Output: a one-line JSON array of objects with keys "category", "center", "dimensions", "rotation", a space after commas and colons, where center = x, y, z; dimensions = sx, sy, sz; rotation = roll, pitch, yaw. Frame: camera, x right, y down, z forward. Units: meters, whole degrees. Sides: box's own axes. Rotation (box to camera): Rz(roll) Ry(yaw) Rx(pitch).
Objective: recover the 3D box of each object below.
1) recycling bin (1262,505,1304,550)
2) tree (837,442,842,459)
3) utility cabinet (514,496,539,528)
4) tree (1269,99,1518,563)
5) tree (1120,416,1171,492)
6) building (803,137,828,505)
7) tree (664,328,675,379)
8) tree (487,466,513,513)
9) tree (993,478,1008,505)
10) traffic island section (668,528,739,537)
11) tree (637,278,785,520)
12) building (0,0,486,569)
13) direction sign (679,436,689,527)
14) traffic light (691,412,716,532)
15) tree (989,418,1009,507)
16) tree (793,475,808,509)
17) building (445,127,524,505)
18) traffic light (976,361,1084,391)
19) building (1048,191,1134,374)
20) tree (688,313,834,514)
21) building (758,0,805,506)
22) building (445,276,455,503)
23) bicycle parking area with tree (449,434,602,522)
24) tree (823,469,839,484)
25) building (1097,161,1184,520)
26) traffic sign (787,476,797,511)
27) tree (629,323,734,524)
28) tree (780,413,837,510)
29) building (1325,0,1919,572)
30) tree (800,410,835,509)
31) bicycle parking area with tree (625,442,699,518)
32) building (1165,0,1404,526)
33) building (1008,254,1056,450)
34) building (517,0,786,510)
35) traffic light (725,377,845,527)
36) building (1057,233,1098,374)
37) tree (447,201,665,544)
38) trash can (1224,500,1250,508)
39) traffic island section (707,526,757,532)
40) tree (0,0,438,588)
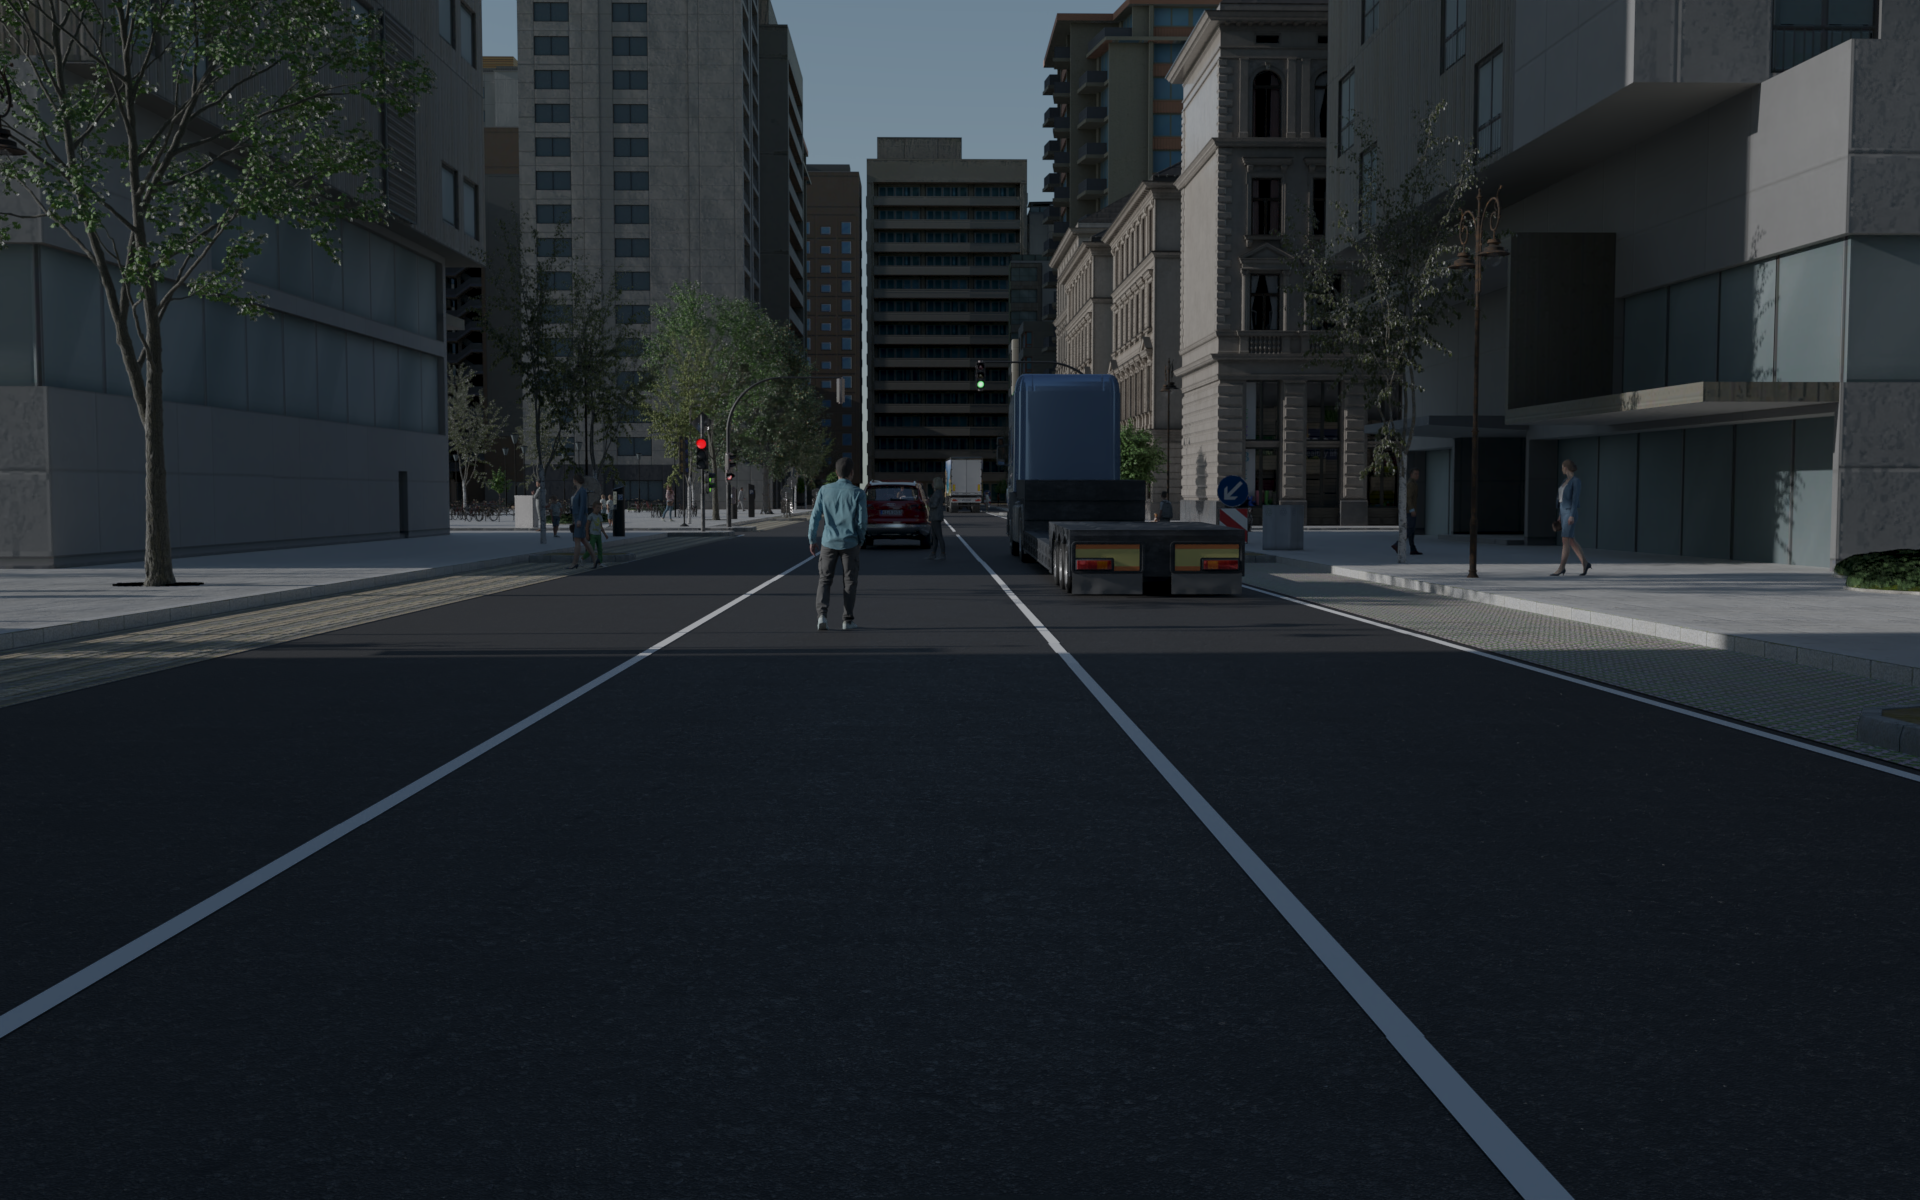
[{"category": "recycling bin", "center": [7.430, -1.668, 39.819], "dimensions": [0.722, 1.027, 0.722], "rotation": [3, 4, 38]}, {"category": "tree", "center": [-14.872, -14.668, 190.186], "dimensions": [4.360, 8.622, 3.978], "rotation": [0, 3, 0]}, {"category": "utility cabinet", "center": [-16.576, -3.370, 66.269], "dimensions": [1.020, 1.237, 0.306], "rotation": [2, 4, 34]}, {"category": "tree", "center": [7.960, -4.988, 31.911], "dimensions": [4.360, 8.622, 3.978], "rotation": [0, 3, 0]}, {"category": "tree", "center": [7.237, -5.460, 72.988], "dimensions": [4.285, 4.588, 4.351], "rotation": [0, 3, 0]}, {"category": "building", "center": [-30.684, -33.583, 203.700], "dimensions": [28.867, 44.769, 22.147], "rotation": [0, 4, -1]}, {"category": "tree", "center": [-11.306, -6.380, 54.682], "dimensions": [4.360, 8.622, 3.978], "rotation": [0, 3, 0]}, {"category": "tree", "center": [-31.765, -7.674, 120.070], "dimensions": [1.663, 3.219, 1.824], "rotation": [0, 3, 0]}, {"category": "tree", "center": [4.741, -12.827, 204.328], "dimensions": [1.663, 3.219, 1.824], "rotation": [0, 3, 0]}, {"category": "traffic island section", "center": [-8.795, -2.257, 59.180], "dimensions": [2.009, 0.180, 2.903], "rotation": [0, 4, -1]}, {"category": "tree", "center": [-12.095, -9.704, 84.409], "dimensions": [9.928, 11.665, 9.643], "rotation": [0, 3, 0]}, {"category": "building", "center": [-28.055, -27.668, 41.606], "dimensions": [27.495, 52.752, 28.713], "rotation": [0, 4, -1]}, {"category": "direction sign", "center": [-10.890, -4.668, 68.324], "dimensions": [0.379, 3.537, 0.876], "rotation": [1, 4, 13]}, {"category": "traffic light", "center": [-8.755, -4.289, 59.046], "dimensions": [0.839, 4.253, 0.868], "rotation": [0, 4, -1]}, {"category": "tree", "center": [4.767, -13.223, 166.555], "dimensions": [4.360, 8.622, 3.978], "rotation": [0, 3, 0]}, {"category": "tree", "center": [-14.265, -9.767, 154.294], "dimensions": [1.663, 3.219, 1.824], "rotation": [0, 3, 0]}, {"category": "building", "center": [-52.593, -34.065, 207.077], "dimensions": [14.200, 45.320, 14.600], "rotation": [0, 4, -1]}, {"category": "traffic light", "center": [2.913, -5.169, 59.181], "dimensions": [4.771, 5.953, 1.251], "rotation": [0, 4, -1]}, {"category": "building", "center": [12.984, -18.592, 132.853], "dimensions": [11.050, 23.489, 19.941], "rotation": [0, 4, -1]}, {"category": "tree", "center": [-12.348, -11.775, 109.536], "dimensions": [9.611, 12.733, 9.660], "rotation": [0, 3, 0]}, {"category": "building", "center": [-26.963, -33.596, 172.989], "dimensions": [21.300, 48.544, 21.600], "rotation": [0, 4, -1]}, {"category": "building", "center": [-71.495, -30.977, 198.355], "dimensions": [23.993, 40.220, 32.217], "rotation": [0, 4, -1]}, {"category": "bicycle parking area with tree", "center": [-23.574, -5.890, 83.306], "dimensions": [8.231, 4.147, 9.016], "rotation": [2, 4, 29]}, {"category": "tree", "center": [-15.655, -14.393, 219.035], "dimensions": [4.285, 4.588, 4.351], "rotation": [0, 3, 0]}, {"category": "building", "center": [13.784, -13.969, 93.016], "dimensions": [10.561, 19.102, 19.286], "rotation": [0, 4, -1]}, {"category": "traffic sign", "center": [-12.103, -7.626, 124.798], "dimensions": [0.768, 2.556, 0.104], "rotation": [0, 4, 4]}, {"category": "tree", "center": [-11.829, -7.563, 74.010], "dimensions": [4.737, 8.622, 4.395], "rotation": [0, 3, 0]}, {"category": "tree", "center": [-12.849, -11.393, 136.644], "dimensions": [4.360, 8.622, 3.978], "rotation": [0, 3, 0]}, {"category": "building", "center": [25.200, -27.626, 40.928], "dimensions": [28.713, 52.752, 27.495], "rotation": [0, 4, -1]}, {"category": "tree", "center": [-12.769, -11.957, 145.856], "dimensions": [4.737, 8.622, 4.395], "rotation": [0, 3, 0]}, {"category": "bicycle parking area with tree", "center": [-18.248, -6.586, 94.685], "dimensions": [8.231, 4.147, 9.016], "rotation": [1, 4, 9]}, {"category": "building", "center": [19.369, -14.968, 73.598], "dimensions": [19.941, 23.489, 11.050], "rotation": [0, 4, -1]}, {"category": "building", "center": [12.788, -26.791, 209.727], "dimensions": [14.160, 30.474, 14.107], "rotation": [0, 4, -1]}, {"category": "building", "center": [-25.995, -43.608, 151.248], "dimensions": [20.563, 71.187, 20.611], "rotation": [0, 4, -1]}, {"category": "traffic light", "center": [-6.844, -5.654, 67.111], "dimensions": [4.771, 5.953, 1.251], "rotation": [0, 4, -1]}, {"category": "building", "center": [12.328, -15.186, 112.922], "dimensions": [10.561, 19.102, 19.286], "rotation": [0, 4, -1]}, {"category": "tree", "center": [-10.520, -5.752, 44.413], "dimensions": [4.360, 8.622, 3.978], "rotation": [0, 3, 0]}, {"category": "trash can", "center": [7.176, -2.039, 44.985], "dimensions": [0.748, 1.137, 0.748], "rotation": [0, 3, 0]}, {"category": "traffic island section", "center": [-8.974, -2.745, 67.163], "dimensions": [2.009, 0.180, 2.903], "rotation": [0, 4, -1]}, {"category": "tree", "center": [-11.334, -5.994, 23.763], "dimensions": [9.928, 11.665, 9.643], "rotation": [0, 3, 0]}]
